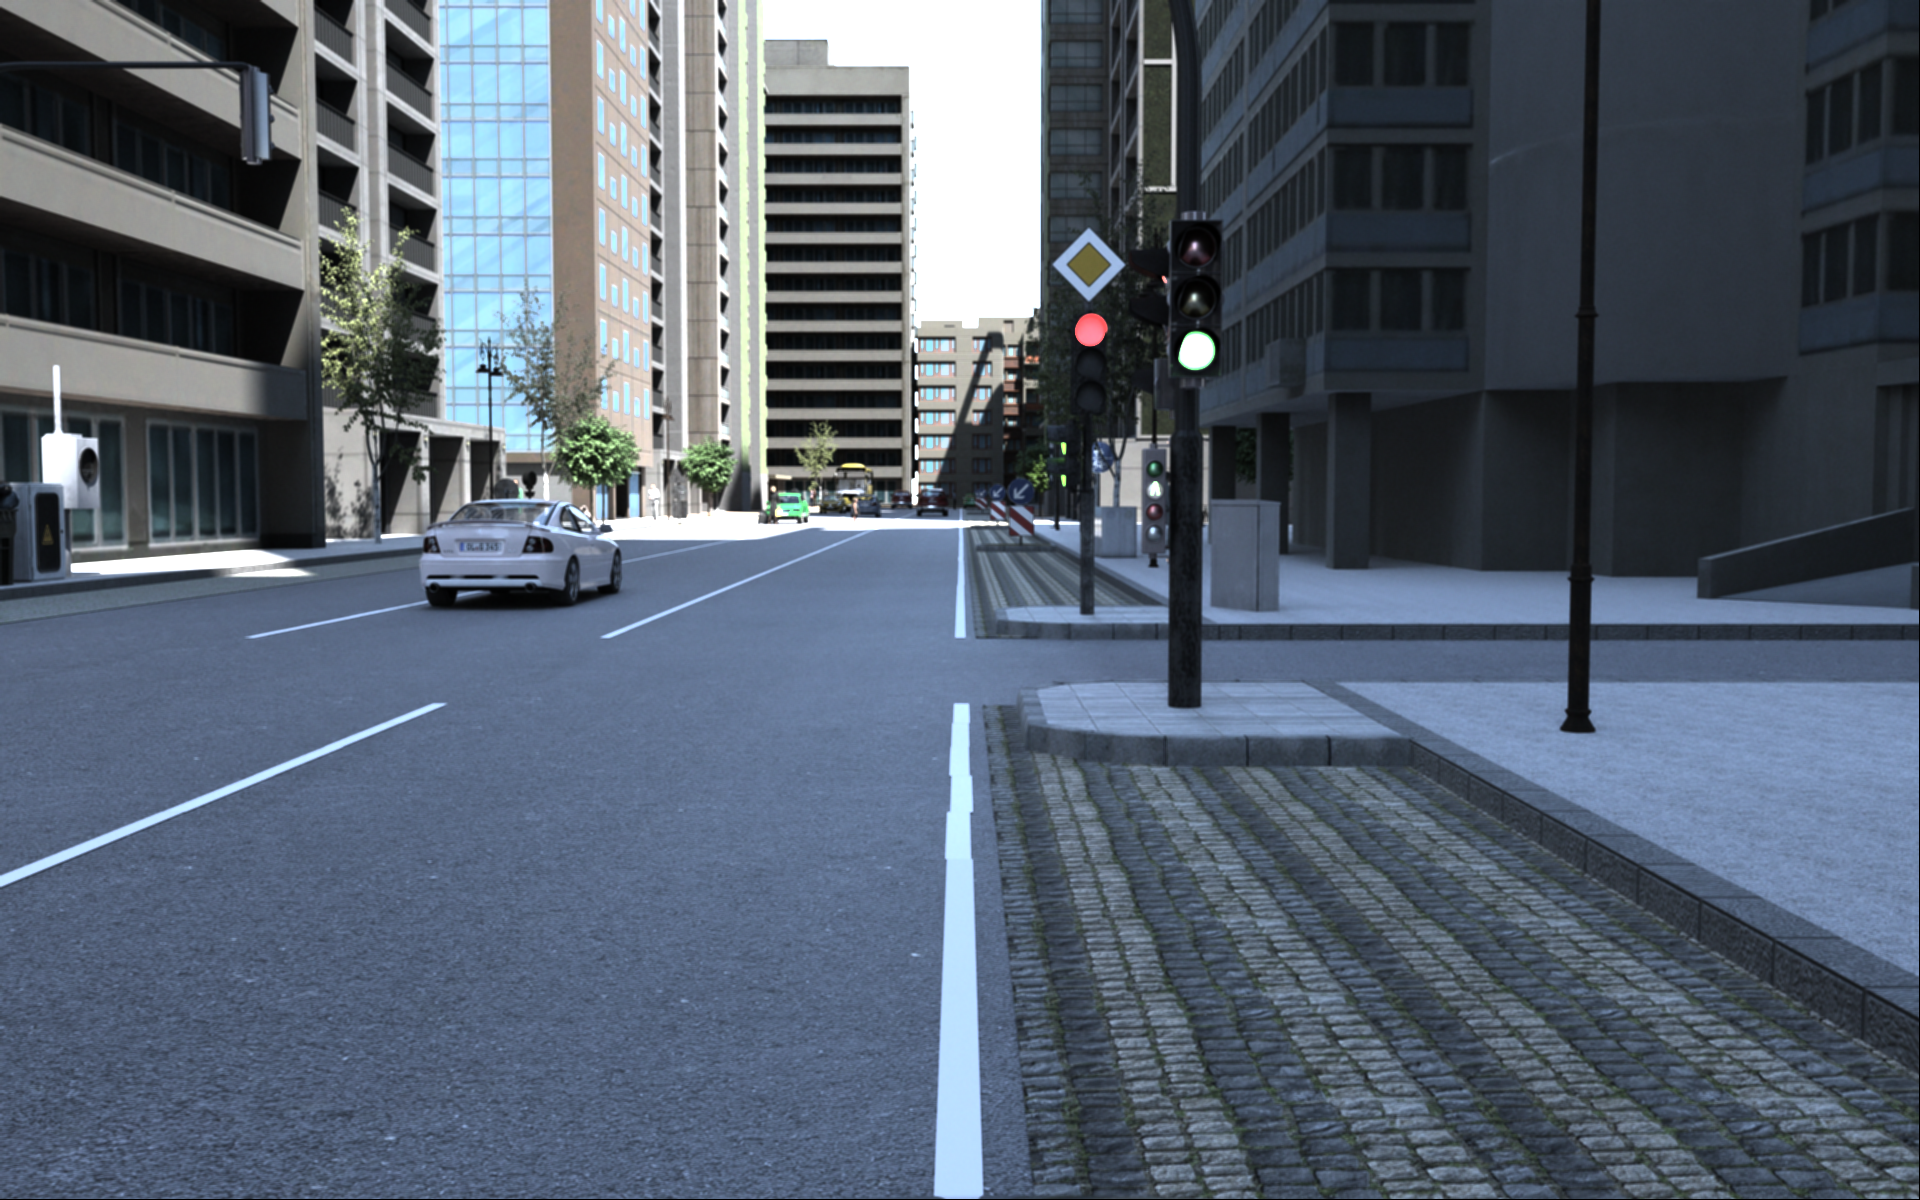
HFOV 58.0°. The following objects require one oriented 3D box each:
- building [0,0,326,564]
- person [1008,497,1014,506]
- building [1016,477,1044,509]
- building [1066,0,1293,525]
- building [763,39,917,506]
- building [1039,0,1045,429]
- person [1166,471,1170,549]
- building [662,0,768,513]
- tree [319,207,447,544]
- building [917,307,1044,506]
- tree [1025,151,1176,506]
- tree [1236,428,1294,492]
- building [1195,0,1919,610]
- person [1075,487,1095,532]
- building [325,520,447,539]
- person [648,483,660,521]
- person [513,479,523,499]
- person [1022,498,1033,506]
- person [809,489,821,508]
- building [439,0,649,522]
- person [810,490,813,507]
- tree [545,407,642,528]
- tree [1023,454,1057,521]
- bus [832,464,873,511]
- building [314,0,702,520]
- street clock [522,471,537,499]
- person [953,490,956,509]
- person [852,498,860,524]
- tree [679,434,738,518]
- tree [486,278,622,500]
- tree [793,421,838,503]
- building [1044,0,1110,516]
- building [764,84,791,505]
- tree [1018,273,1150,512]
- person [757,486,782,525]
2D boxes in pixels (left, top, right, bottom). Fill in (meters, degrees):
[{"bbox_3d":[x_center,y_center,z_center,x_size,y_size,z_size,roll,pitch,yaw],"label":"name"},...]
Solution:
[{"bbox_3d":[-25.832,-24.819,29.493,21.300,48.544,21.600,0,3,0],"label":"building"},{"bbox_3d":[4.171,-8.089,139.008,0.721,1.735,1.217,2,4,32],"label":"person"},{"bbox_3d":[21.386,-28.343,155.286,32.217,40.220,23.993,0,3,0],"label":"building"},{"bbox_3d":[15.751,-39.170,78.686,20.563,71.187,20.611,0,3,0],"label":"building"},{"bbox_3d":[-15.615,-34.562,188.788,21.600,48.544,21.300,0,3,0],"label":"building"},{"bbox_3d":[19.912,-33.005,128.877,28.713,52.752,27.495,0,3,0],"label":"building"},{"bbox_3d":[4.812,-2.103,40.528,0.391,1.810,0.635,-2,4,-25],"label":"person"},{"bbox_3d":[-22.880,-27.606,134.957,14.154,41.232,14.086,0,3,0],"label":"building"},{"bbox_3d":[-15.048,-5.755,44.453,4.737,8.622,4.395,0,3,0],"label":"tree"},{"bbox_3d":[10.016,-21.290,193.127,28.899,21.520,27.650,0,3,0],"label":"building"},{"bbox_3d":[3.401,-5.350,37.832,4.360,8.622,3.978,0,3,0],"label":"tree"},{"bbox_3d":[10.005,-4.454,56.539,4.285,4.588,4.351,0,3,0],"label":"tree"},{"bbox_3d":[17.564,-20.926,34.024,23.993,40.220,32.217,0,3,0],"label":"building"},{"bbox_3d":[3.777,-2.794,52.146,0.576,1.772,0.534,-1,4,-23],"label":"person"},{"bbox_3d":[-27.078,-37.896,57.853,20.563,71.187,20.611,0,3,0],"label":"building"},{"bbox_3d":[-14.748,-4.708,83.223,0.606,1.804,0.583,0,4,4],"label":"person"},{"bbox_3d":[-15.140,-3.226,59.040,0.600,1.795,0.529,-1,4,-9],"label":"person"},{"bbox_3d":[3.847,-5.867,102.068,0.705,1.812,1.348,3,5,40],"label":"person"},{"bbox_3d":[-13.818,-9.695,165.073,1.217,1.766,0.721,-2,4,-33],"label":"person"},{"bbox_3d":[-23.258,-26.537,83.998,14.600,45.320,14.200,0,3,0],"label":"building"},{"bbox_3d":[-14.263,-9.746,166.330,0.436,1.711,0.756,-1,4,-19],"label":"person"},{"bbox_3d":[-13.963,-4.983,65.181,4.285,4.588,4.351,0,3,0],"label":"tree"},{"bbox_3d":[3.823,-5.444,83.603,1.663,3.219,1.824,0,3,0],"label":"tree"},{"bbox_3d":[-8.697,-9.281,143.288,2.896,3.916,12.252,0,4,0],"label":"bus"},{"bbox_3d":[-26.481,-40.632,102.589,20.563,71.187,20.611,0,3,0],"label":"building"},{"bbox_3d":[-13.697,-3.094,55.151,0.358,2.002,0.471,2,4,23],"label":"street clock"},{"bbox_3d":[-0.460,-9.366,161.627,0.705,1.826,1.348,0,4,0],"label":"person"},{"bbox_3d":[-4.907,-4.209,81.981,0.373,1.253,0.362,1,4,20],"label":"person"},{"bbox_3d":[-13.764,-6.825,95.303,4.285,4.588,4.351,0,3,0],"label":"tree"},{"bbox_3d":[-14.126,-6.701,59.926,4.360,8.622,3.978,0,3,0],"label":"tree"},{"bbox_3d":[-14.025,-13.509,171.240,4.737,8.622,4.395,0,3,0],"label":"tree"},{"bbox_3d":[12.234,-25.968,108.178,14.154,41.232,14.086,0,3,0],"label":"building"},{"bbox_3d":[-30.807,-30.683,156.291,28.867,44.769,22.147,0,3,0],"label":"building"},{"bbox_3d":[4.052,-6.391,54.852,4.737,8.622,4.395,0,3,0],"label":"tree"},{"bbox_3d":[-8.813,-4.381,80.355,0.699,1.804,1.509,-2,4,-30],"label":"person"}]
